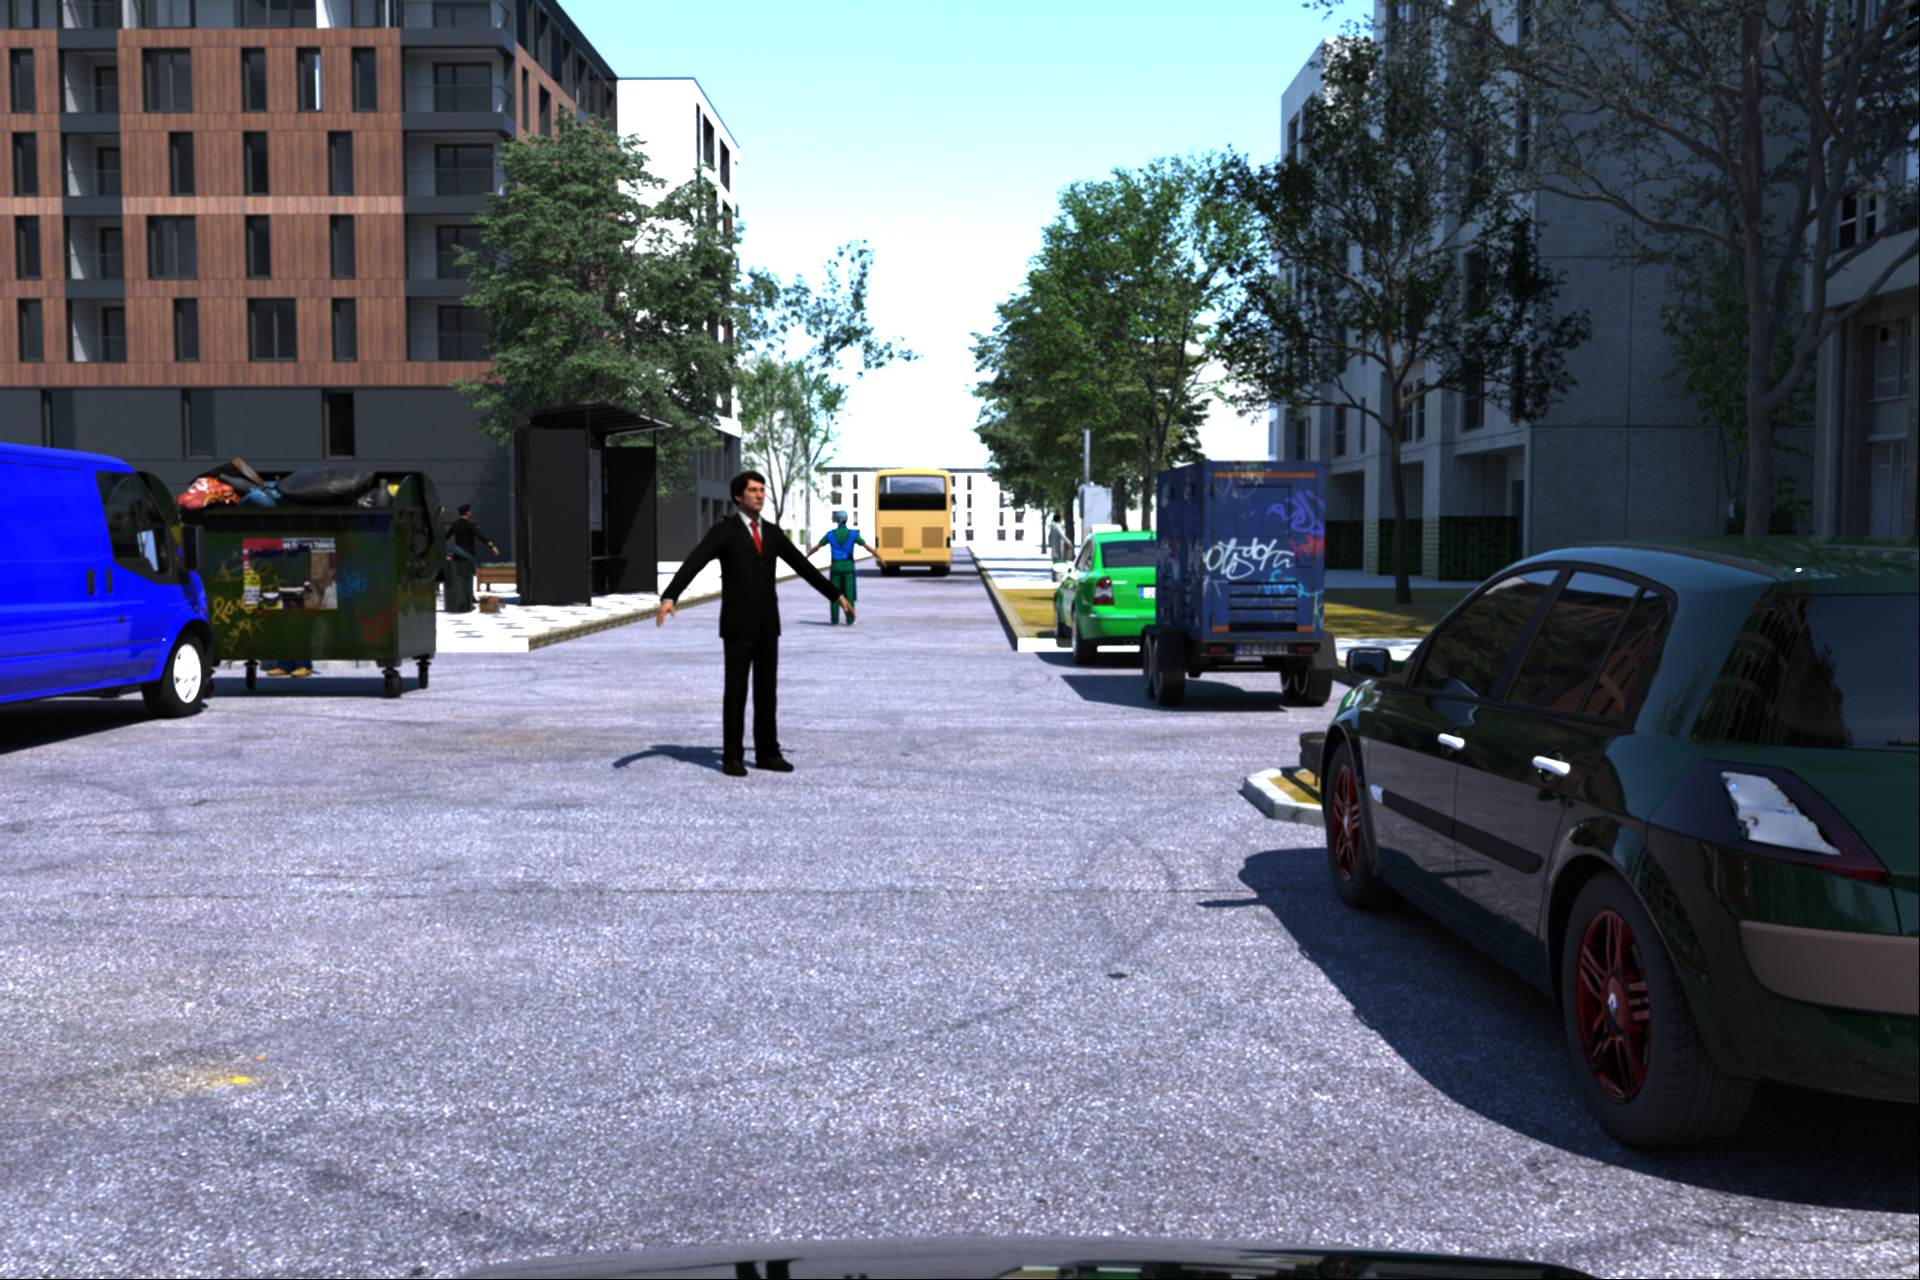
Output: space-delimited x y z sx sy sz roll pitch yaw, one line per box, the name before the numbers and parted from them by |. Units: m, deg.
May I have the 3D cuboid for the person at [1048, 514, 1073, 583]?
person | 2.599 -2.422 45.787 0.705 1.806 1.347 -2 4 -23

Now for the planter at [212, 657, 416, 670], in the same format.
planter | -7.159 0.114 19.270 1.991 0.319 1.994 0 4 1

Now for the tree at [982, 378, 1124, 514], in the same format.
tree | 4.971 -9.579 91.028 8.767 10.594 7.601 1 4 16

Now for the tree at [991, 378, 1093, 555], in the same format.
tree | 5.430 -11.209 109.024 9.928 11.665 9.643 0 3 0

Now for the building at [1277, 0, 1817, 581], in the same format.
building | 21.302 -11.512 54.673 16.747 18.905 31.486 0 3 0

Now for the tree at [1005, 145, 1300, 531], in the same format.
tree | 5.171 -7.374 46.324 9.928 11.665 9.643 0 3 0

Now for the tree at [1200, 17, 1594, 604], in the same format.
tree | 7.881 -5.956 31.801 7.601 10.594 8.767 1 4 18

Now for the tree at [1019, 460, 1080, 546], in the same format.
tree | 5.385 -9.179 100.439 4.737 8.622 4.395 0 3 0

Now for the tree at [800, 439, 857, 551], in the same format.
tree | -10.266 -10.862 127.957 4.360 8.622 3.978 0 3 0

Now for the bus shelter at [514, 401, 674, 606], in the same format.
bus shelter | -7.003 -2.599 33.784 1.731 3.624 6.357 0 4 1

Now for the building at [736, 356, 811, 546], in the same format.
building | -25.932 -19.681 188.247 16.747 18.905 31.486 0 3 0

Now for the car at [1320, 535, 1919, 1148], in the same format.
car | 2.343 0.265 5.456 2.009 1.686 4.222 0 4 -1

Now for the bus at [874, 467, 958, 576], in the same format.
bus | -1.543 -4.353 62.714 2.896 3.916 12.252 0 4 0

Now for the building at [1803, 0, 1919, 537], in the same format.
building | 25.513 -12.561 12.977 19.016 26.051 41.698 0 4 0

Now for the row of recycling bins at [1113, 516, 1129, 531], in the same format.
row of recycling bins | 3.262 -2.000 39.816 1.069 1.692 3.534 0 4 1

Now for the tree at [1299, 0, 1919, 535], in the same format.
tree | 8.453 -6.569 17.773 12.009 13.543 11.850 0 3 0

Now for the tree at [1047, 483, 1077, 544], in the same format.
tree | 12.558 -16.105 213.678 4.737 8.622 4.395 0 3 0

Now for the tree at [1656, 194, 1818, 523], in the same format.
tree | 16.588 -5.279 36.680 4.737 8.622 4.395 0 3 0

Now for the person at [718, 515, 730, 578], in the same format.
person | -6.882 -2.720 50.608 0.704 1.843 1.345 -2 4 -35

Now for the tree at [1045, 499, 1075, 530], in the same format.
tree | 13.295 -16.407 218.613 4.360 8.622 3.978 0 3 0

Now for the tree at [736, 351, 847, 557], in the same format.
tree | -10.177 -10.494 97.331 9.928 11.665 9.643 0 3 0

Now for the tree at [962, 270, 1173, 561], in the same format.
tree | 5.034 -10.665 81.023 9.857 13.997 8.962 0 3 0

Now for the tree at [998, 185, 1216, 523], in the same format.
tree | 4.945 -8.487 56.897 7.486 12.596 7.792 0 3 0

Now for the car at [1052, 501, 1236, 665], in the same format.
car | 2.106 -0.710 20.408 1.959 1.807 4.718 0 4 -1

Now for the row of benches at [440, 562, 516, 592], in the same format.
row of benches | -10.204 -1.408 38.487 4.104 0.672 1.422 0 4 7

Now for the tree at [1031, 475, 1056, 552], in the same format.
tree | 5.452 -10.537 122.639 4.737 8.622 4.395 0 3 0

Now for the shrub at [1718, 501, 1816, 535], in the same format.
shrub | 13.929 -1.570 30.092 1.690 2.028 1.600 0 3 0

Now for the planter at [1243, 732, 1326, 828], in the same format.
planter | 2.557 0.732 9.175 1.991 0.319 1.994 0 4 -1

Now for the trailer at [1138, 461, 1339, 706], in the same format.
trailer | 2.323 -0.515 15.463 1.471 1.999 3.904 0 4 -1

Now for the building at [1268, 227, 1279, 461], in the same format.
building | 23.344 -14.957 100.969 16.016 20.090 11.380 0 4 1

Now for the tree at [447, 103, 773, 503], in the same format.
tree | -10.449 -8.872 51.705 9.857 13.997 8.962 0 3 0

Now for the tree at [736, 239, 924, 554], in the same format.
tree | -8.259 -15.546 110.060 12.611 20.169 13.585 0 3 0

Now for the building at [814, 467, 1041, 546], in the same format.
building | -3.804 -16.597 215.966 28.070 9.664 9.099 0 4 0

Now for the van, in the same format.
van | -6.958 -0.452 11.780 2.240 2.365 5.245 0 4 0

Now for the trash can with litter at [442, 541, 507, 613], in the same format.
trash can with litter | -7.969 -1.038 28.352 1.055 1.170 0.624 0 4 0

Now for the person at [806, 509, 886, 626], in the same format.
person | -1.830 -1.130 27.057 1.347 1.817 0.704 0 4 3

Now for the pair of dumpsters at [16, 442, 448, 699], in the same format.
pair of dumpsters | -6.980 -0.643 15.465 4.436 2.255 1.574 0 4 0

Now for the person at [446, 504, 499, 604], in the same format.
person | -9.105 -1.590 31.931 1.347 1.837 0.705 2 4 24

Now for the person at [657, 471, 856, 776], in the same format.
person | -1.244 -0.108 10.405 1.347 1.806 0.705 -3 4 -37

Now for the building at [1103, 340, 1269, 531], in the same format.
building | 22.318 -18.333 166.203 16.747 18.905 31.486 0 4 0

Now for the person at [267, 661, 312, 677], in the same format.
person | -6.758 -0.553 17.464 1.349 1.833 0.705 2 4 26

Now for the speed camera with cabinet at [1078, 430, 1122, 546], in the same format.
speed camera with cabinet | 2.613 -2.316 32.204 0.660 3.252 2.038 0 4 -2

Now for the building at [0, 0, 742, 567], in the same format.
building | -25.836 -14.187 75.928 27.936 21.610 32.646 0 4 1
